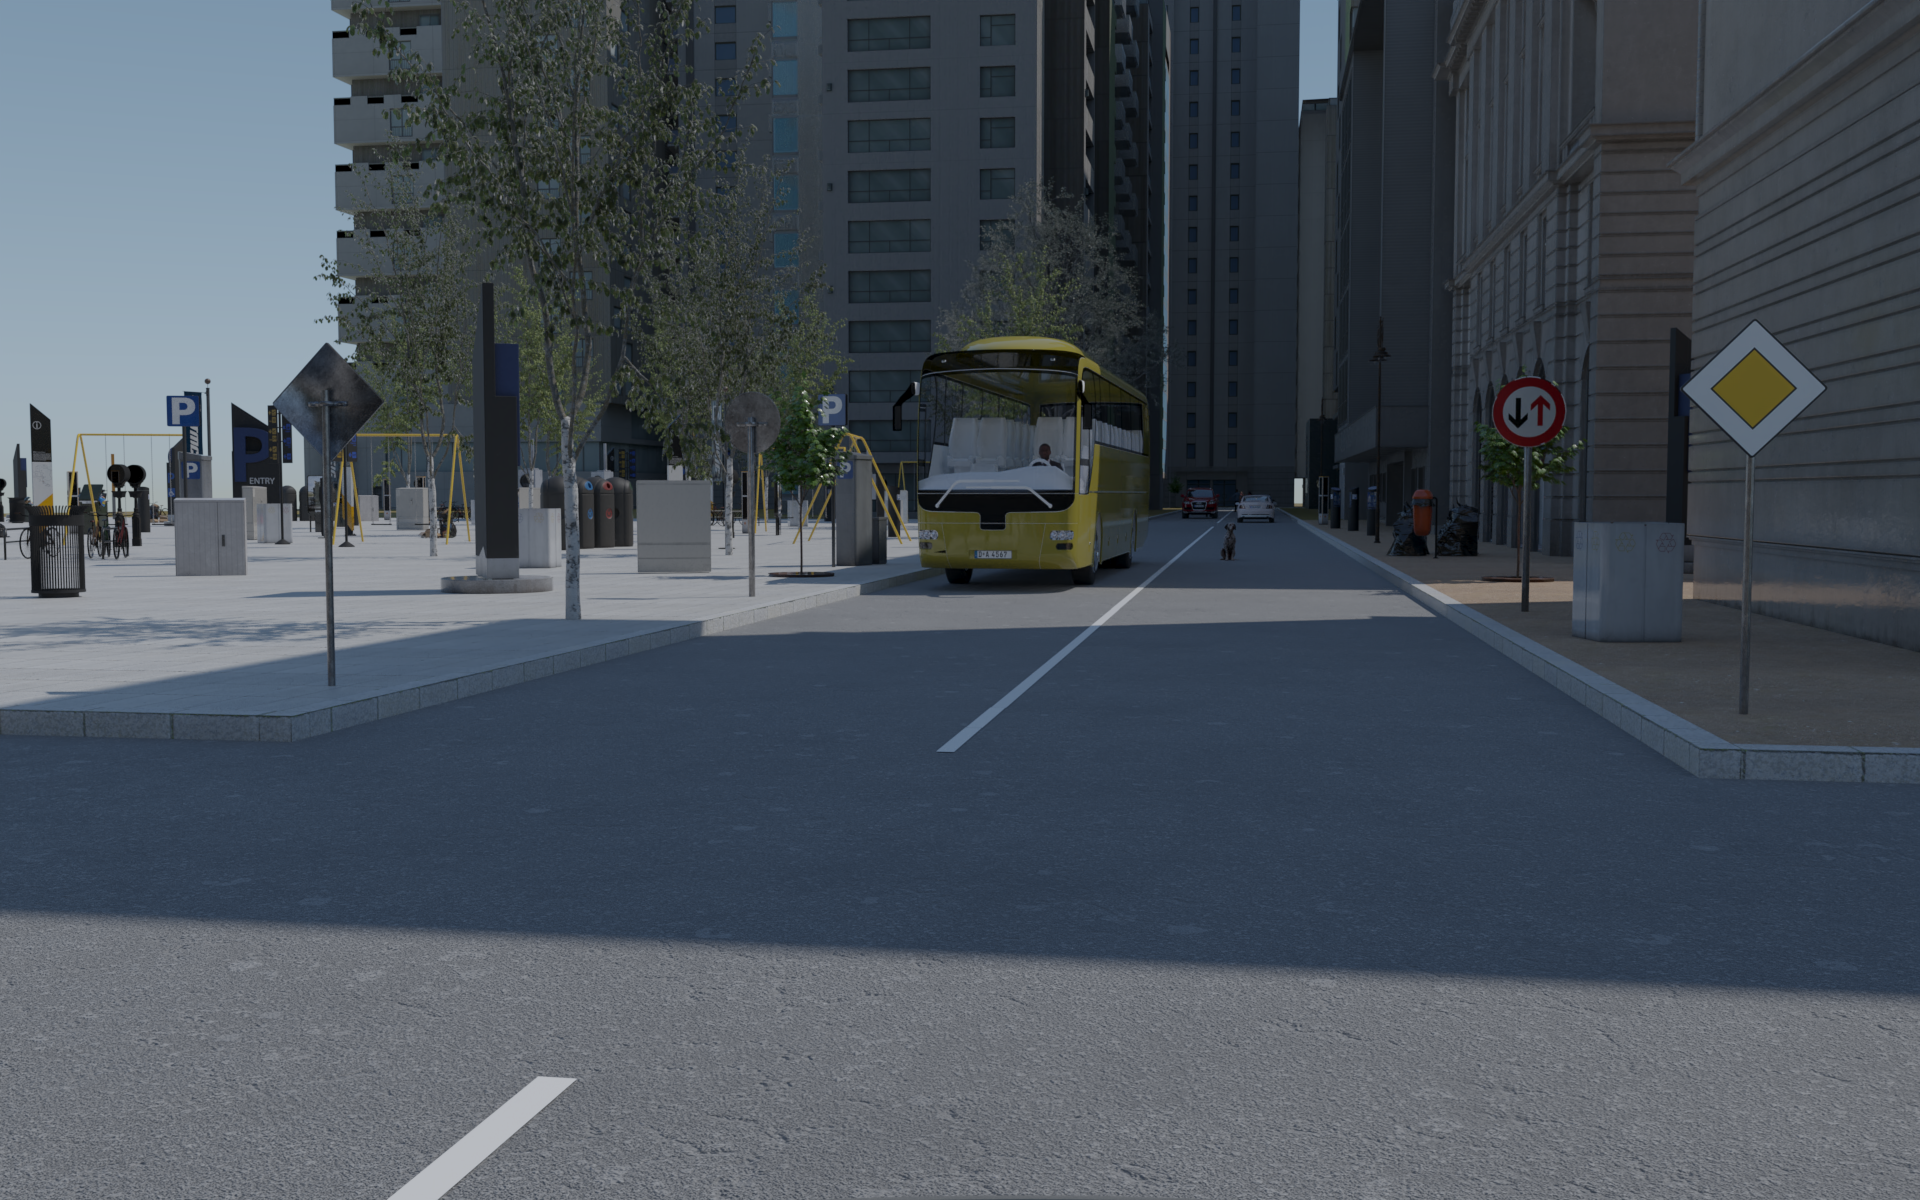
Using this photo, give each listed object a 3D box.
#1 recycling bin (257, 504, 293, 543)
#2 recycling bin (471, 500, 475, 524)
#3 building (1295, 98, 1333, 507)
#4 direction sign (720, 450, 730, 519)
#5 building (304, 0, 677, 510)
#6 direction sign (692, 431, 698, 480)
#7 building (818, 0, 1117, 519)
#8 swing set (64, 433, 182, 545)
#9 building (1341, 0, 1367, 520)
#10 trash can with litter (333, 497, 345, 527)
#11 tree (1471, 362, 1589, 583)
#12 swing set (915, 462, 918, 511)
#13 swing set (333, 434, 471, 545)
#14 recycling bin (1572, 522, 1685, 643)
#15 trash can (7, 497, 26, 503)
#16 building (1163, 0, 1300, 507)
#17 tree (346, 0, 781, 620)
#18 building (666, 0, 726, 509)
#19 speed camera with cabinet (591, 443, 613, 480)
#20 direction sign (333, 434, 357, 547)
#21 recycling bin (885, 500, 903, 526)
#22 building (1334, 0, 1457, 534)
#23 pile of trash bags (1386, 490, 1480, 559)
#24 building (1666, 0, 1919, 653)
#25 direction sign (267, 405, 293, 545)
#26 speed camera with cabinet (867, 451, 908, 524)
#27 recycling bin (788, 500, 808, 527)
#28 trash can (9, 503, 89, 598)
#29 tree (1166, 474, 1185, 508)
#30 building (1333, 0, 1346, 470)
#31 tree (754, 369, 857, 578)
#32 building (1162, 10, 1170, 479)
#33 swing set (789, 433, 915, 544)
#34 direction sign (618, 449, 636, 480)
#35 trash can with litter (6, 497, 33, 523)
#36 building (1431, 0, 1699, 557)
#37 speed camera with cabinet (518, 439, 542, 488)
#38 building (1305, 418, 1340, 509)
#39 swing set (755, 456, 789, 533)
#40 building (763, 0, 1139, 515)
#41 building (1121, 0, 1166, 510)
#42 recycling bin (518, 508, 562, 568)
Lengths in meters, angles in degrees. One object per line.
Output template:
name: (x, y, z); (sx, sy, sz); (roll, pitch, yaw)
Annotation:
recycling bin: (-17.979, -2.011, 45.435); (0.722, 1.027, 0.722); (-3, 4, -37)
recycling bin: (-20.469, -3.763, 74.072); (0.722, 1.027, 0.722); (-2, 4, -30)
building: (40.669, -29.914, 172.688); (14.086, 41.232, 14.154); (1, 4, 10)
direction sign: (-12.196, -5.945, 89.196); (0.876, 3.537, 0.379); (-3, 5, -42)
building: (-38.731, -34.553, 154.188); (27.495, 52.752, 28.713); (1, 4, 10)
direction sign: (-9.147, -4.147, 59.795); (0.379, 3.537, 0.876); (0, 4, 1)
building: (0.863, -19.704, 93.867); (14.160, 30.474, 14.107); (1, 4, 10)
swing set: (-21.191, -2.896, 44.973); (3.119, 2.851, 2.862); (-1, 4, -9)
building: (27.261, -24.913, 90.918); (14.154, 41.232, 14.086); (1, 4, 10)
trash can with litter: (-24.147, -3.441, 67.651); (0.624, 1.170, 1.055); (-1, 4, -11)
tree: (8.376, -1.889, 25.481); (1.663, 3.219, 1.824); (0, 3, 0)
swing set: (-1.323, -5.252, 83.485); (3.119, 2.851, 2.862); (-1, 4, -14)
swing set: (-14.662, -2.908, 45.170); (3.119, 2.851, 2.862); (0, 4, -4)
recycling bin: (5.886, -0.167, 15.284); (0.722, 1.027, 0.722); (0, 4, -1)
trash can: (-41.440, -3.942, 76.113); (0.748, 1.137, 0.748); (0, 3, 0)
building: (20.276, -38.924, 178.403); (28.212, 58.520, 21.231); (1, 4, 10)
tree: (-3.897, -4.091, 17.256); (4.360, 8.622, 3.978); (0, 3, 0)
building: (-10.600, -37.391, 153.337); (28.212, 58.520, 21.231); (1, 4, 10)
speed camera with cabinet: (-14.563, -4.503, 67.952); (2.038, 3.252, 0.660); (2, 4, 30)
direction sign: (-14.870, -3.051, 41.880); (0.379, 3.537, 0.876); (1, 4, 20)
recycling bin: (-2.723, -3.572, 70.962); (0.722, 1.027, 0.722); (0, 4, 3)
building: (22.765, -15.226, 68.014); (14.314, 24.678, 30.058); (1, 4, 10)
pile of trash bags: (9.761, -1.597, 35.863); (1.912, 1.369, 3.447); (1, 4, 21)
building: (17.759, -10.880, 14.043); (21.152, 22.565, 11.583); (1, 4, 10)
direction sign: (-17.250, -3.180, 43.998); (0.876, 3.537, 0.379); (2, 4, 30)
speed camera with cabinet: (-3.299, -4.938, 75.066); (2.038, 3.252, 0.660); (0, 4, -4)
recycling bin: (-6.416, -3.422, 68.500); (0.722, 1.027, 0.722); (-1, 4, -14)
trash can: (-11.224, -0.605, 21.538); (0.748, 1.137, 0.748); (0, 3, 0)
tree: (20.180, -10.270, 162.517); (1.663, 3.219, 1.824); (0, 3, 0)
building: (38.157, -31.837, 109.780); (28.713, 52.752, 27.495); (1, 4, 10)
tree: (-2.424, -1.971, 26.832); (1.663, 3.219, 1.824); (0, 3, 0)
building: (11.065, -30.801, 153.714); (14.200, 45.320, 14.600); (1, 4, 10)
swing set: (-2.805, -2.950, 45.856); (2.862, 2.851, 3.119); (0, 4, 3)
direction sign: (-16.754, -5.826, 87.245); (0.876, 3.537, 0.379); (-2, 4, -26)
trash can with litter: (-42.218, -4.058, 77.737); (1.055, 1.170, 0.624); (-3, 5, -42)
building: (19.124, -12.187, 41.060); (13.314, 21.916, 24.055); (1, 4, 10)
speed camera with cabinet: (-16.000, -4.137, 61.977); (2.038, 3.252, 0.660); (1, 4, 14)
building: (39.947, -50.505, 138.421); (22.319, 86.520, 31.000); (1, 4, 10)
swing set: (-5.126, -3.678, 57.763); (3.119, 2.851, 2.862); (0, 4, 1)
building: (0.367, -30.411, 116.821); (23.786, 49.044, 30.456); (1, 4, 10)
building: (8.926, -27.802, 138.163); (14.154, 41.232, 14.086); (1, 4, 10)
recycling bin: (-7.412, -1.082, 30.244); (0.722, 1.027, 0.722); (0, 4, 4)
